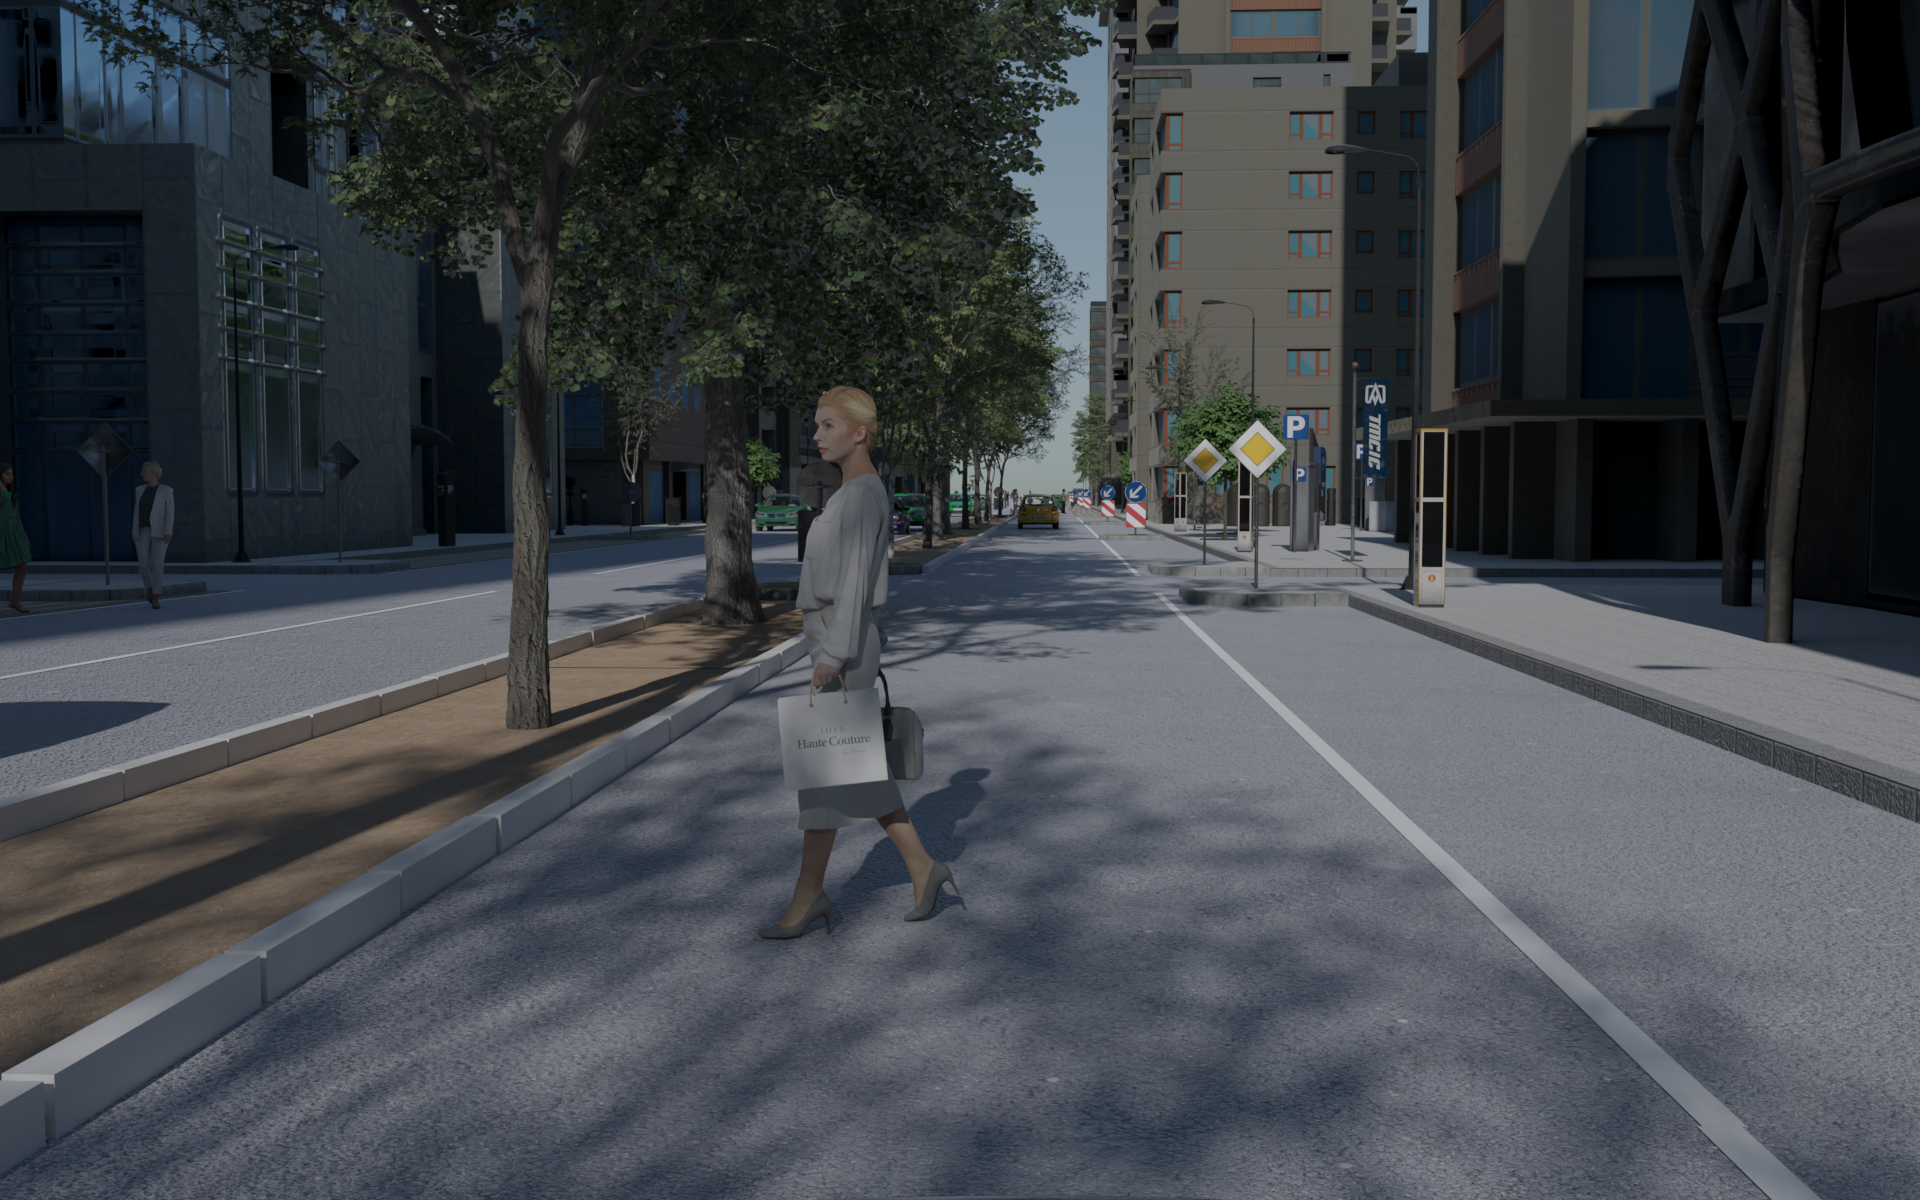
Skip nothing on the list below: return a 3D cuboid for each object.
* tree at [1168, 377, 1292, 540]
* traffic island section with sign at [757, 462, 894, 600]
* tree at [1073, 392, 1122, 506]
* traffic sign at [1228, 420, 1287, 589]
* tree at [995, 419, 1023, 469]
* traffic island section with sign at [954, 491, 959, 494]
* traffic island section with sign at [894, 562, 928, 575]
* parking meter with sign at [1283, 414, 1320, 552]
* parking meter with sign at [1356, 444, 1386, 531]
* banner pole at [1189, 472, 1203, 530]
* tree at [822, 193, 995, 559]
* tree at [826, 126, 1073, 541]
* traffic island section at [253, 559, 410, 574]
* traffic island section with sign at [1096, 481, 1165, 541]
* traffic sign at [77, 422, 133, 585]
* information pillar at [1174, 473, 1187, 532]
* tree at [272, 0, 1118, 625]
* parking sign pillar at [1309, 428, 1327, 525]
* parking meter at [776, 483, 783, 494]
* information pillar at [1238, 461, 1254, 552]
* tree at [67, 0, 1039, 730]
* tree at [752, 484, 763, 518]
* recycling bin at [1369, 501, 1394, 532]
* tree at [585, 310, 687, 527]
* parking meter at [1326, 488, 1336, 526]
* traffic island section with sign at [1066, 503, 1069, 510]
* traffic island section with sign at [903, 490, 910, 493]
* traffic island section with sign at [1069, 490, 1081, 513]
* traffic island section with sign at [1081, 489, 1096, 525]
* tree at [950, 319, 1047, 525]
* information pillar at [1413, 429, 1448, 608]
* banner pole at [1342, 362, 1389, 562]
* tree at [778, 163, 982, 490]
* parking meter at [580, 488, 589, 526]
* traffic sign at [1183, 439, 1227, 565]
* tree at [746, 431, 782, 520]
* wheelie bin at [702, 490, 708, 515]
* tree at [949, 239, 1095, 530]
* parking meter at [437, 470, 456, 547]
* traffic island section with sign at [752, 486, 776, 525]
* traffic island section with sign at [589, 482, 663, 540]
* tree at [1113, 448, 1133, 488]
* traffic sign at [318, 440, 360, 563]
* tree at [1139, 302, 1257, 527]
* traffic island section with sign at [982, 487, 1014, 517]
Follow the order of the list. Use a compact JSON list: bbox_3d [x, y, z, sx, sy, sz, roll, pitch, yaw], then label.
[{"bbox_3d":[7.531,-3.961,48.474,4.285,4.588,4.351,0,3,0],"label":"tree"},{"bbox_3d":[-2.043,-0.977,24.103,2.006,1.907,1.989,0,4,3],"label":"traffic island section with sign"},{"bbox_3d":[15.429,-16.748,191.949,7.486,12.596,7.792,0,3,0],"label":"tree"},{"bbox_3d":[4.018,-1.212,23.464,0.795,2.450,0.064,0,4,3],"label":"traffic sign"},{"bbox_3d":[1.682,-8.818,97.001,4.737,8.622,4.395,0,3,0],"label":"tree"},{"bbox_3d":[-0.435,-14.251,241.638,1.989,1.847,2.006,0,4,3],"label":"traffic island section with sign"},{"bbox_3d":[-1.639,-1.429,31.499,2.006,1.907,1.989,0,4,3],"label":"traffic island section with sign"},{"bbox_3d":[7.689,-2.599,38.759,0.543,3.016,1.738,2,4,23],"label":"parking meter with sign"},{"bbox_3d":[14.497,-3.918,60.323,1.738,3.016,0.543,-3,5,-39],"label":"parking meter with sign"},{"bbox_3d":[8.490,-4.388,61.757,0.401,3.779,0.863,-1,4,-20],"label":"banner pole"},{"bbox_3d":[-1.566,-5.242,38.523,4.737,8.622,4.395,0,3,0],"label":"tree"},{"bbox_3d":[-0.634,-8.054,52.259,7.486,12.596,7.792,0,3,0],"label":"tree"},{"bbox_3d":[-11.601,-0.617,32.373,2.009,0.180,2.903,0,4,3],"label":"traffic island section"},{"bbox_3d":[5.341,-2.777,54.038,1.989,1.847,2.006,0,4,3],"label":"traffic island section with sign"},{"bbox_3d":[-12.003,-1.266,24.336,0.795,2.450,0.064,0,4,3],"label":"traffic sign"},{"bbox_3d":[7.538,-3.347,59.212,0.304,2.012,0.304,-2,4,-32],"label":"information pillar"},{"bbox_3d":[-2.503,-6.698,18.628,9.857,13.997,8.962,0,3,0],"label":"tree"},{"bbox_3d":[14.720,-5.066,71.307,1.447,3.967,1.447,2,4,25],"label":"parking sign pillar"},{"bbox_3d":[-9.807,-5.408,94.138,0.255,1.863,0.399,1,4,21],"label":"parking meter"},{"bbox_3d":[6.297,-2.059,38.157,0.304,2.012,0.304,1,4,19],"label":"information pillar"},{"bbox_3d":[-2.677,-4.468,9.916,8.767,10.594,7.601,0,4,3],"label":"tree"},{"bbox_3d":[-11.072,-5.964,92.120,1.663,3.219,1.824,0,3,0],"label":"tree"},{"bbox_3d":[14.441,-2.845,59.070,0.722,1.027,0.722,-3,5,-44],"label":"recycling bin"},{"bbox_3d":[-12.706,-7.162,67.466,4.360,8.622,3.978,0,3,0],"label":"tree"},{"bbox_3d":[14.995,-3.766,69.977,0.372,1.533,0.369,0,3,0],"label":"parking meter"},{"bbox_3d":[10.865,-9.103,157.459,1.989,1.847,2.006,0,4,3],"label":"traffic island section with sign"},{"bbox_3d":[-4.875,-9.165,158.480,1.989,1.847,2.006,0,4,3],"label":"traffic island section with sign"},{"bbox_3d":[9.426,-7.457,130.542,1.989,1.847,2.006,0,4,3],"label":"traffic island section with sign"},{"bbox_3d":[6.790,-4.431,81.079,1.989,1.847,2.006,0,4,3],"label":"traffic island section with sign"},{"bbox_3d":[0.744,-9.366,81.346,9.928,11.665,9.643,0,3,0],"label":"tree"},{"bbox_3d":[5.329,-0.926,19.626,0.304,2.012,0.304,0,4,4],"label":"information pillar"},{"bbox_3d":[7.712,-2.622,32.890,0.863,3.779,0.401,1,4,9],"label":"banner pole"},{"bbox_3d":[-1.508,-4.945,33.672,4.360,8.622,3.978,0,3,0],"label":"tree"},{"bbox_3d":[-15.174,-3.766,69.978,0.372,1.533,0.369,0,3,0],"label":"parking meter"},{"bbox_3d":[4.443,-1.700,31.438,0.795,2.450,0.064,0,4,3],"label":"traffic sign"},{"bbox_3d":[-10.824,-6.361,87.718,4.285,4.588,4.351,0,3,0],"label":"tree"},{"bbox_3d":[-11.191,-4.277,77.844,0.693,1.594,0.980,2,4,24],"label":"wheelie bin"},{"bbox_3d":[0.192,-9.589,69.612,12.009,13.543,11.850,0,3,0],"label":"tree"},{"bbox_3d":[-12.551,-2.238,42.308,0.255,1.863,0.399,2,4,25],"label":"parking meter"},{"bbox_3d":[-8.983,-4.458,81.516,1.989,1.847,2.006,0,4,3],"label":"traffic island section with sign"},{"bbox_3d":[-10.424,-2.801,54.426,1.989,1.847,2.006,0,4,3],"label":"traffic island section with sign"},{"bbox_3d":[11.293,-7.657,108.898,4.285,4.588,4.351,0,3,0],"label":"tree"},{"bbox_3d":[-11.577,-1.753,32.310,0.795,2.450,0.064,0,4,3],"label":"traffic sign"},{"bbox_3d":[8.926,-7.118,66.740,4.360,8.622,3.978,0,3,0],"label":"tree"},{"bbox_3d":[2.356,-6.018,106.532,2.006,1.907,1.989,0,4,3],"label":"traffic island section with sign"}]
